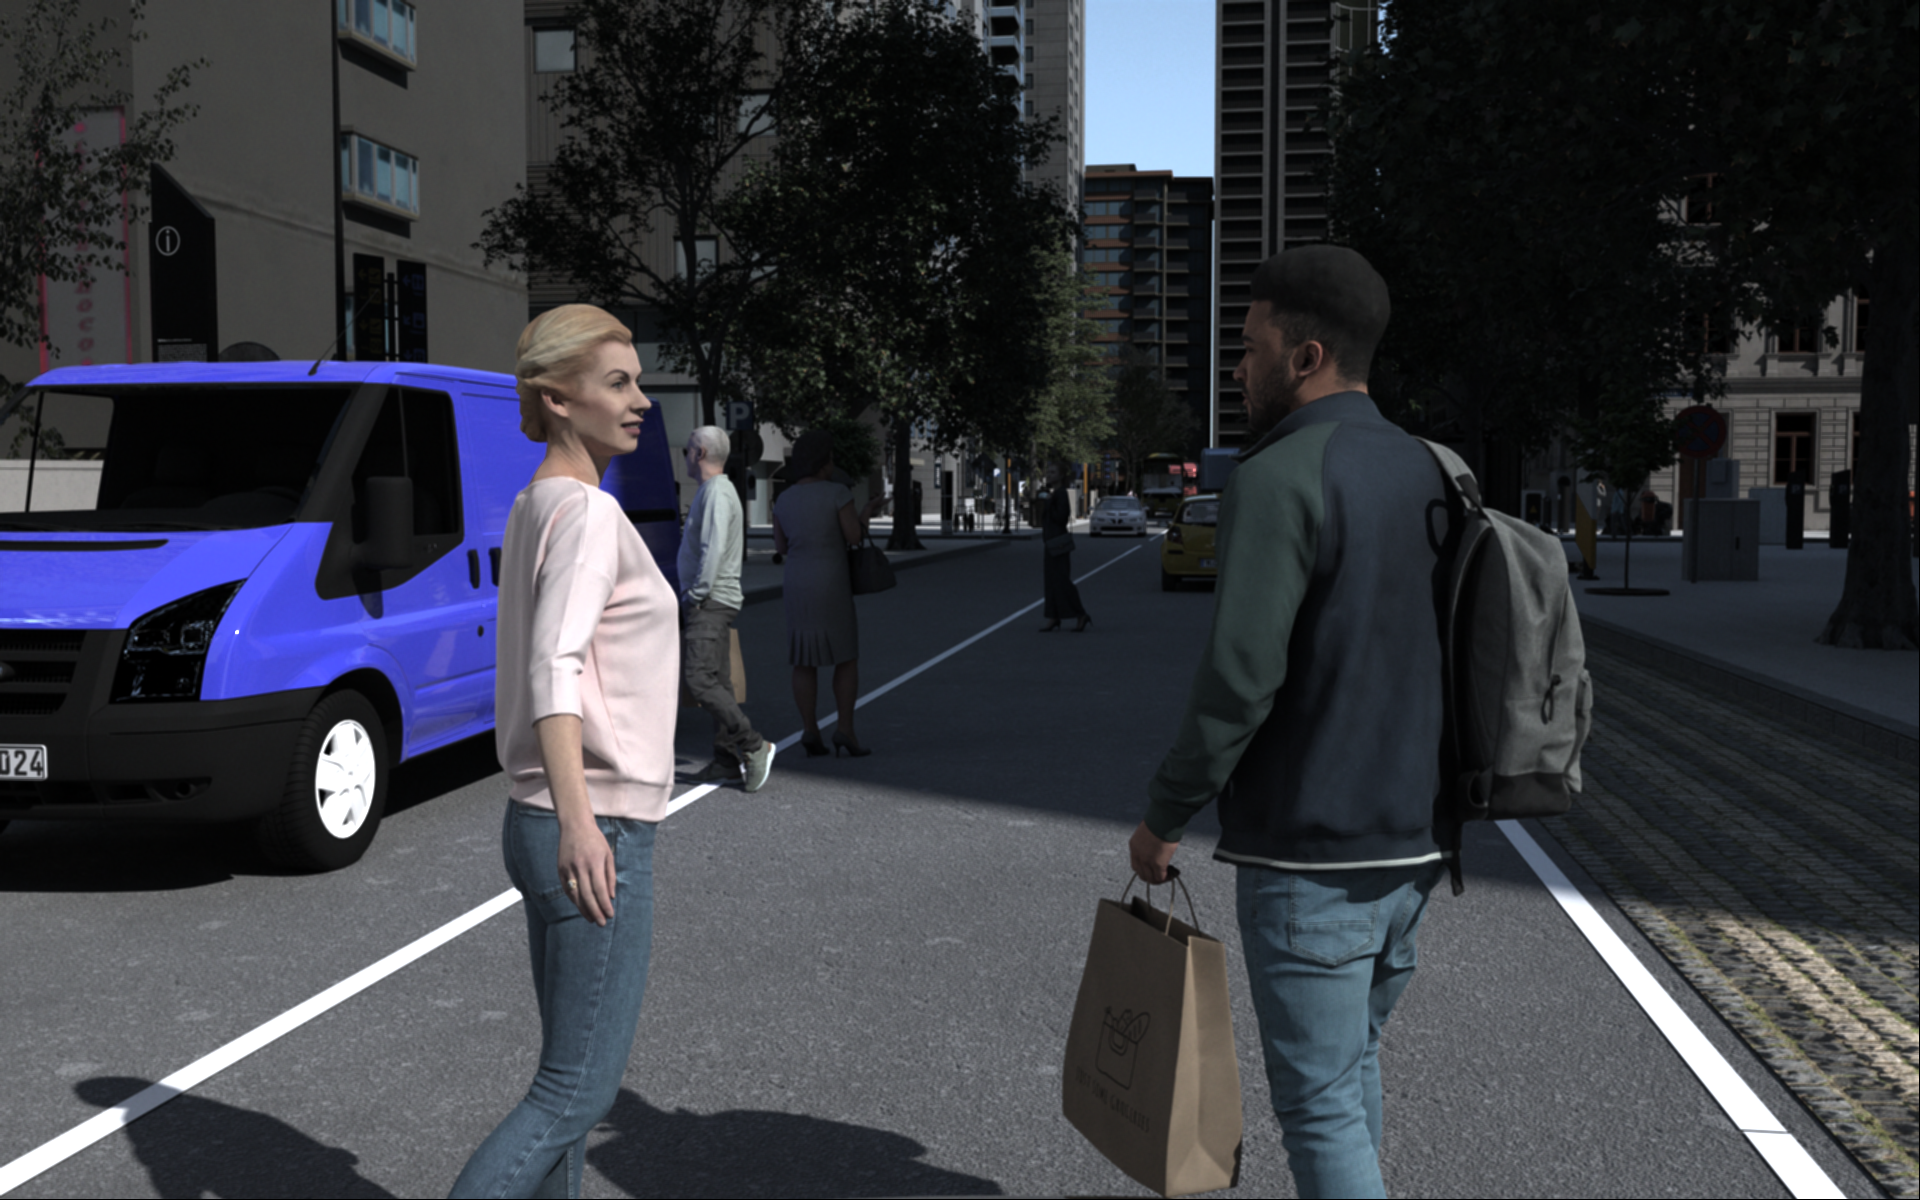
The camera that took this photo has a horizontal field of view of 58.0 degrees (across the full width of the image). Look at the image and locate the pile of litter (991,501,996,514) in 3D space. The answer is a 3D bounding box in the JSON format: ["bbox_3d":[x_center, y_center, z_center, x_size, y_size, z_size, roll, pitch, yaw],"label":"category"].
[{"bbox_3d":[2.308,-6.046,112.815,1.719,0.858,1.176,1,4,20],"label":"pile of litter"}]

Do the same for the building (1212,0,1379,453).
[{"bbox_3d":[43.705,-48.207,226.439,20.611,71.187,20.563,1,4,9],"label":"building"}]

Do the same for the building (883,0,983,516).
[{"bbox_3d":[-10.880,-35.009,114.392,21.231,58.520,28.212,1,4,9],"label":"building"}]

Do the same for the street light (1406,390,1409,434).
[{"bbox_3d":[11.215,-4.467,45.570,1.470,5.913,1.316,1,4,9],"label":"street light"}]

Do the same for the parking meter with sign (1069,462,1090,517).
[{"bbox_3d":[6.239,-5.940,93.378,0.543,3.016,1.738,3,5,44],"label":"parking meter with sign"}]

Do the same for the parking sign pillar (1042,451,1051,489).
[{"bbox_3d":[5.059,-6.919,101.599,1.447,3.967,1.447,1,4,9],"label":"parking sign pillar"}]

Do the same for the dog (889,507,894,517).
[{"bbox_3d":[-3.771,-5.052,96.984,0.513,0.831,0.800,-2,4,-33],"label":"dog"}]

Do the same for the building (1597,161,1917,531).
[{"bbox_3d":[34.758,-13.924,63.820,21.152,22.565,11.583,1,4,9],"label":"building"}]

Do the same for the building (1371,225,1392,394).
[{"bbox_3d":[49.669,-25.200,183.728,14.160,30.474,14.107,1,4,9],"label":"building"}]

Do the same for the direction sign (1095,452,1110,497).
[{"bbox_3d":[7.731,-6.240,94.016,0.876,3.537,0.379,-1,4,-15],"label":"direction sign"}]

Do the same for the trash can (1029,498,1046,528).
[{"bbox_3d":[2.925,-3.258,64.920,0.748,1.137,0.748,0,3,0],"label":"trash can"}]

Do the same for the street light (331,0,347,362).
[{"bbox_3d":[-4.444,-2.524,13.816,1.470,5.913,1.316,1,4,9],"label":"street light"}]

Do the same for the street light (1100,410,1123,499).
[{"bbox_3d":[8.313,-7.532,95.690,1.470,5.913,1.316,1,4,9],"label":"street light"}]

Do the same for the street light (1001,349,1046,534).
[{"bbox_3d":[2.031,-5.060,55.279,1.470,5.913,1.316,1,4,9],"label":"street light"}]

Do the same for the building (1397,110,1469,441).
[{"bbox_3d":[47.522,-29.750,141.032,22.147,44.769,28.867,1,4,9],"label":"building"}]

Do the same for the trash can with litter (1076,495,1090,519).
[{"bbox_3d":[6.465,-4.810,89.702,1.678,1.210,2.233,1,4,15],"label":"trash can with litter"}]

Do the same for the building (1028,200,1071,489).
[{"bbox_3d":[3.184,-24.323,169.375,14.160,30.474,14.107,1,4,9],"label":"building"}]

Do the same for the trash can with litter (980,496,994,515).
[{"bbox_3d":[1.662,-5.911,108.036,0.624,1.170,1.055,2,4,26],"label":"trash can with litter"}]

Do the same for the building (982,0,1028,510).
[{"bbox_3d":[-5.076,-50.979,146.172,22.319,86.520,31.000,1,4,9],"label":"building"}]

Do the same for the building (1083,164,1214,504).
[{"bbox_3d":[19.572,-35.376,233.018,28.867,44.769,22.147,1,4,9],"label":"building"}]

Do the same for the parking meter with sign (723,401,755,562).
[{"bbox_3d":[-4.341,-2.169,31.732,0.543,3.016,1.738,1,4,15],"label":"parking meter with sign"}]

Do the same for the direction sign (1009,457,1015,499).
[{"bbox_3d":[3.140,-6.893,104.694,0.876,3.537,0.379,2,4,24],"label":"direction sign"}]

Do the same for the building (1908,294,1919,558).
[{"bbox_3d":[24.811,-23.005,26.245,14.600,45.320,14.200,1,4,9],"label":"building"}]

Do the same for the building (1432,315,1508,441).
[{"bbox_3d":[38.814,-17.788,109.897,14.314,24.678,30.058,1,4,9],"label":"building"}]

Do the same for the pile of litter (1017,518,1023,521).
[{"bbox_3d":[3.497,-4.221,82.972,1.719,0.858,1.176,-1,4,-13],"label":"pile of litter"}]

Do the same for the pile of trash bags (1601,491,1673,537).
[{"bbox_3d":[20.949,-2.665,53.328,1.912,1.369,3.447,1,4,12],"label":"pile of trash bags"}]

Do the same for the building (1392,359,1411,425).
[{"bbox_3d":[50.578,-44.434,164.742,20.563,71.187,20.611,1,4,9],"label":"building"}]

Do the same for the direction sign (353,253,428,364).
[{"bbox_3d":[-5.467,-1.513,16.727,0.379,3.537,0.876,2,4,29],"label":"direction sign"}]

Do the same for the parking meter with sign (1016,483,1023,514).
[{"bbox_3d":[4.194,-6.953,109.946,1.738,3.016,0.543,3,5,43],"label":"parking meter with sign"}]

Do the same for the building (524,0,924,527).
[{"bbox_3d":[-17.196,-29.975,79.333,28.713,52.752,27.495,1,4,9],"label":"building"}]

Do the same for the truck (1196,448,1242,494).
[{"bbox_3d":[14.517,-6.462,95.406,2.967,4.110,18.799,0,4,7],"label":"truck"}]

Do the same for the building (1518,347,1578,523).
[{"bbox_3d":[34.732,-18.101,83.335,14.401,28.519,23.554,1,4,9],"label":"building"}]

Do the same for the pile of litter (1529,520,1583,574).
[{"bbox_3d":[9.782,-0.897,28.637,1.176,0.858,1.719,0,4,4],"label":"pile of litter"}]

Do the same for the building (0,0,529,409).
[{"bbox_3d":[-22.333,-24.934,31.368,21.600,48.544,21.300,1,4,9],"label":"building"}]

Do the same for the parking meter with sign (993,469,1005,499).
[{"bbox_3d":[2.866,-7.429,117.726,0.543,3.016,1.738,-2,4,-26],"label":"parking meter with sign"}]

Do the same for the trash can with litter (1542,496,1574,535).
[{"bbox_3d":[18.533,-2.674,54.781,1.678,1.210,2.233,0,4,-1],"label":"trash can with litter"}]

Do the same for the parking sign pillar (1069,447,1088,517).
[{"bbox_3d":[6.369,-6.577,96.011,1.447,3.967,1.447,1,4,17],"label":"parking sign pillar"}]

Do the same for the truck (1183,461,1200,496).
[{"bbox_3d":[19.017,-9.679,147.158,2.839,4.237,11.283,1,4,9],"label":"truck"}]

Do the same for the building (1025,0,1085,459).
[{"bbox_3d":[2.498,-45.810,187.251,20.611,71.187,20.563,1,4,9],"label":"building"}]

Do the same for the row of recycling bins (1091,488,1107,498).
[{"bbox_3d":[8.998,-7.270,125.973,3.534,1.692,1.069,0,4,6],"label":"row of recycling bins"}]

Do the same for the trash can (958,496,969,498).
[{"bbox_3d":[0.219,-5.519,101.896,0.748,1.137,0.748,0,3,0],"label":"trash can"}]

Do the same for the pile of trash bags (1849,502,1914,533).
[{"bbox_3d":[29.606,-2.801,55.553,1.912,1.369,3.447,0,4,-6],"label":"pile of trash bags"}]
